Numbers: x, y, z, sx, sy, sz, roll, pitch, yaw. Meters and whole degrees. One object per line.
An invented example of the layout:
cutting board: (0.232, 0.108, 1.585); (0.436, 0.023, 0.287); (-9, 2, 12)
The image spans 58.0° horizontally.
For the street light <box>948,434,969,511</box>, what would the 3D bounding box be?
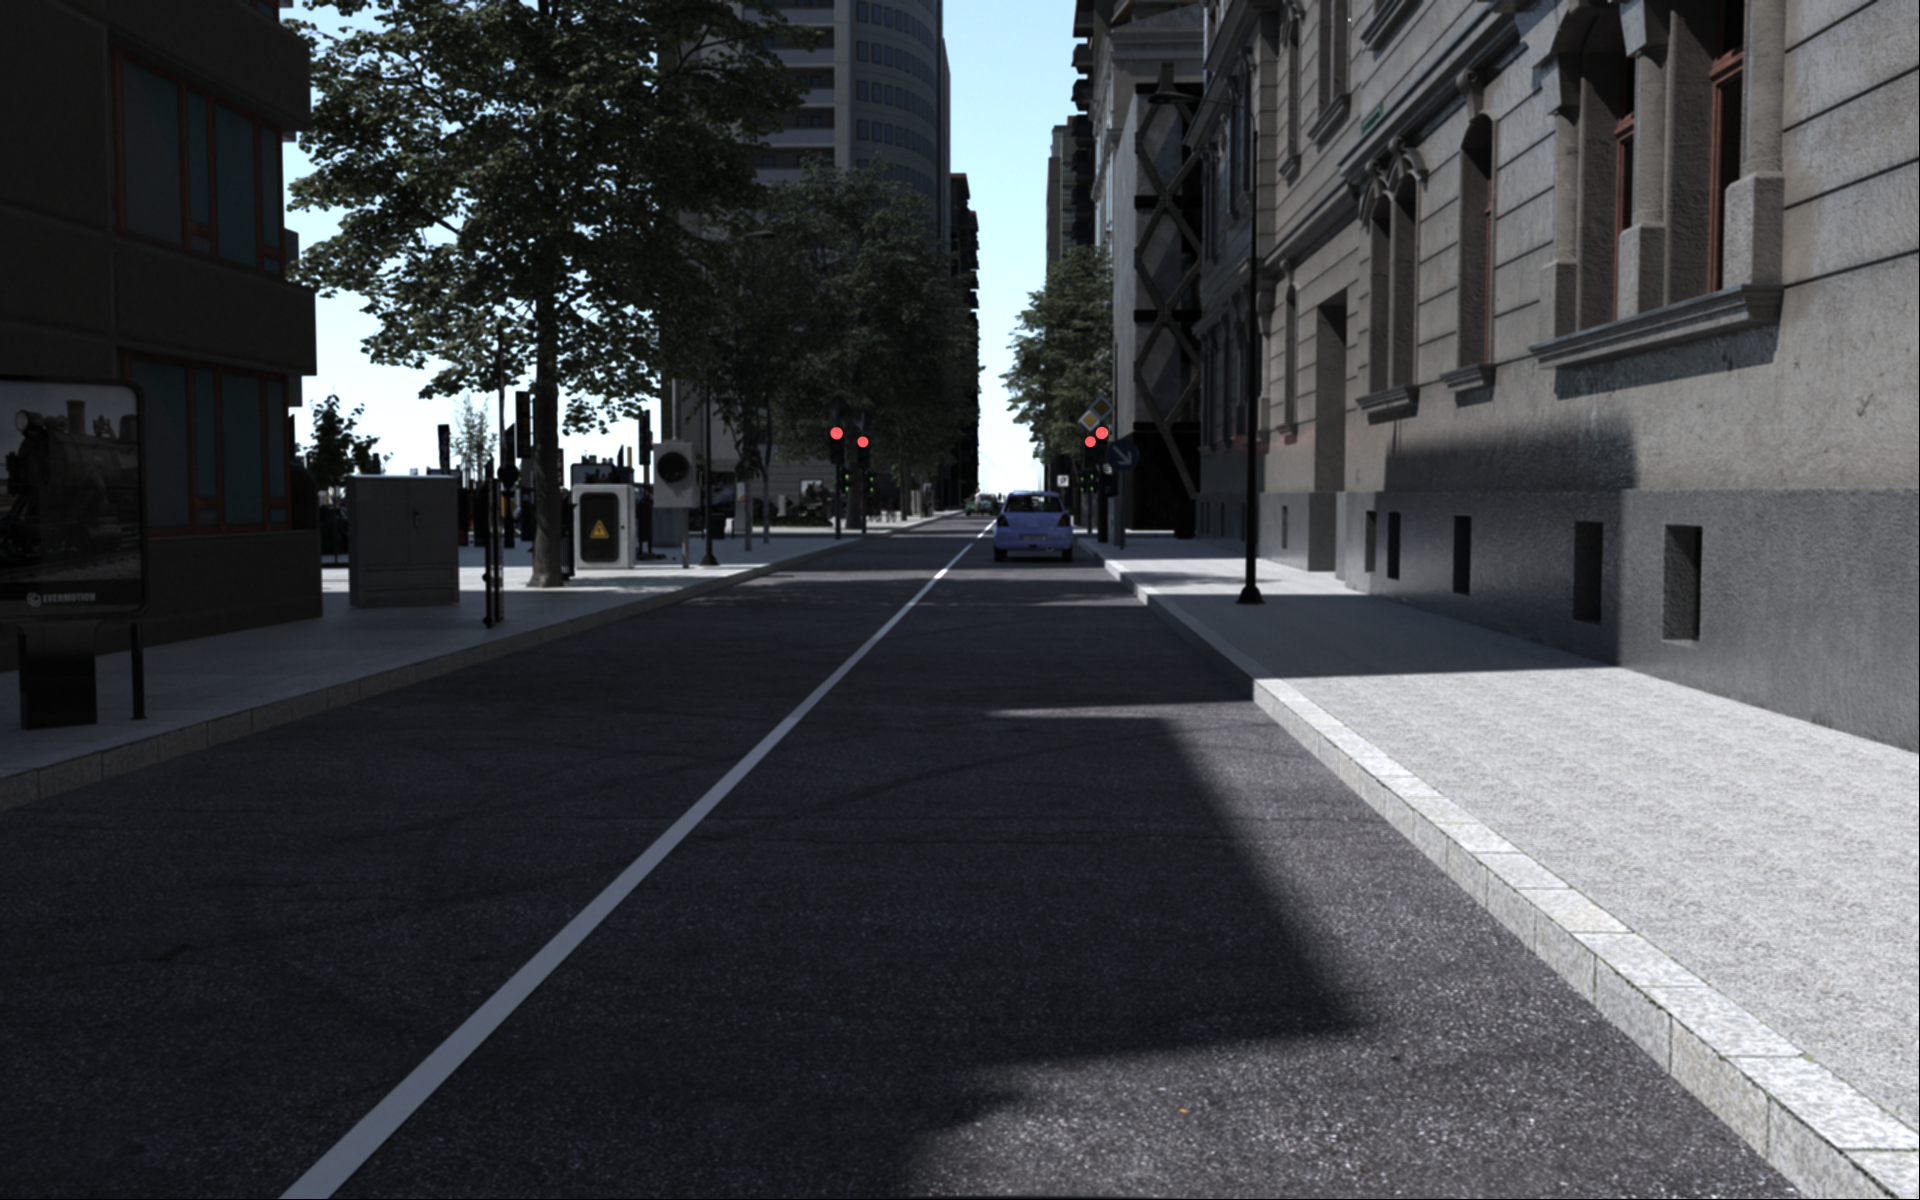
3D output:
street light: (-0.225, -9.837, 133.378); (1.470, 5.913, 1.316); (0, 4, 2)

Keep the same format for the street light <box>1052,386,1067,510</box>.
street light: (4.782, -6.217, 74.197); (1.470, 5.913, 1.316); (0, 4, 2)

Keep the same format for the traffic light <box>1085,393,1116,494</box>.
traffic light: (3.935, -3.646, 48.528); (0.839, 4.253, 0.868); (0, 4, 2)

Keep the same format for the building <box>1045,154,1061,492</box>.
building: (22.518, -37.480, 236.498); (21.300, 48.544, 21.600); (0, 4, 2)

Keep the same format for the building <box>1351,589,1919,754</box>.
building: (11.084, -13.709, 11.525); (14.401, 28.519, 23.554); (0, 4, 2)

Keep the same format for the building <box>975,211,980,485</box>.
building: (-8.289, -37.039, 260.206); (22.147, 44.769, 28.867); (0, 4, 2)

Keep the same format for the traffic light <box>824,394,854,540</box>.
traffic light: (-3.422, -3.661, 48.777); (0.839, 4.253, 0.868); (0, 4, 2)

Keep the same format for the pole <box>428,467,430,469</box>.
pole: (-39.424, -8.246, 128.662); (0.158, 3.312, 0.155); (0, 3, 0)

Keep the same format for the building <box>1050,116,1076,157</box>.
building: (24.904, -44.876, 275.715); (21.231, 58.520, 28.212); (0, 4, 2)

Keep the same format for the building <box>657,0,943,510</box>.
building: (-12.538, -36.947, 146.078); (21.231, 58.520, 28.212); (0, 4, 2)

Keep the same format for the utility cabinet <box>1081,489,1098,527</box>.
utility cabinet: (5.236, -3.556, 66.827); (1.173, 1.500, 0.318); (3, 4, 37)

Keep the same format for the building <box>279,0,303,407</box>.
building: (-31.746, -25.460, 35.886); (30.456, 49.044, 23.786); (0, 4, 2)

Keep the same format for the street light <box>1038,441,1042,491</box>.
street light: (6.845, -9.696, 131.075); (1.470, 5.913, 1.316); (0, 4, 2)

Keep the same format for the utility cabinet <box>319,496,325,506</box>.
utility cabinet: (-27.934, -3.929, 75.408); (0.306, 1.237, 1.020); (-3, 4, -36)

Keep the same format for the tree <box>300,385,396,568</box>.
tree: (-11.061, -2.191, 30.431); (1.663, 3.219, 1.824); (0, 3, 0)

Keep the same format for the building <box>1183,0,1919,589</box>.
building: (12.232, -15.145, 35.009); (14.401, 28.519, 23.554); (0, 4, 2)

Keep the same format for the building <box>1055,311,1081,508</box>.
building: (23.855, -20.326, 177.369); (27.650, 21.520, 28.899); (0, 4, 2)

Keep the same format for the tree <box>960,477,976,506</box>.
tree: (1.020, -12.206, 194.166); (1.663, 3.219, 1.824); (0, 3, 0)

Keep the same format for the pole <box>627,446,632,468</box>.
pole: (-14.146, -4.916, 74.213); (0.158, 3.312, 0.155); (0, 3, 0)

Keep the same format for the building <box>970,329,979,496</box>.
building: (-4.200, -31.208, 281.956); (14.160, 30.474, 14.107); (0, 4, 2)

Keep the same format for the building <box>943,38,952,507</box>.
building: (-8.106, -31.698, 168.373); (14.600, 45.320, 14.200); (0, 4, 2)

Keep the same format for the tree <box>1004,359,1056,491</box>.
tree: (12.737, -22.108, 217.352); (12.611, 20.169, 13.585); (0, 3, 0)

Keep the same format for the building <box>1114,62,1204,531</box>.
building: (14.582, -12.090, 65.124); (16.811, 18.784, 16.820); (0, 4, 2)

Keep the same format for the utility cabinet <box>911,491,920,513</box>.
utility cabinet: (-3.206, -6.416, 113.579); (1.173, 1.500, 0.318); (1, 4, 15)

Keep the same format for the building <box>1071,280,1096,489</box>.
building: (16.237, -15.572, 122.048); (16.820, 18.784, 16.811); (0, 4, 2)

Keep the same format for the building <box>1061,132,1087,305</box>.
building: (18.502, -31.488, 198.426); (14.154, 41.232, 14.086); (0, 4, 2)

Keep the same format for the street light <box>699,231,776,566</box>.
street light: (-3.951, -3.564, 30.810); (1.470, 5.913, 1.316); (0, 4, 2)

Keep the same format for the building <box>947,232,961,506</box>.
building: (-7.143, -26.066, 197.886); (14.160, 30.474, 14.107); (0, 4, 2)

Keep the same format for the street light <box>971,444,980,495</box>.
street light: (0.862, -11.573, 161.751); (1.470, 5.913, 1.316); (0, 4, 2)

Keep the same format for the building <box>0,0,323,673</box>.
building: (-21.000, -9.694, 3.538); (27.650, 21.520, 28.899); (0, 4, 2)

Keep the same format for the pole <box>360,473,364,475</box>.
pole: (-29.562, -5.616, 85.660); (0.158, 3.312, 0.155); (0, 3, 0)

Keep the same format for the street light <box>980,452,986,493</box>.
street light: (1.848, -13.340, 190.649); (1.470, 5.913, 1.316); (0, 4, 2)

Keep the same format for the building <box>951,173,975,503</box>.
building: (-9.794, -35.233, 230.678); (22.147, 44.769, 28.867); (0, 4, 2)

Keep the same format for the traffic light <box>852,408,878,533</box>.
traffic light: (-3.134, -4.149, 56.757); (0.839, 4.253, 0.868); (0, 4, 2)

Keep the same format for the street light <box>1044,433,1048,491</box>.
street light: (5.768, -7.973, 102.892); (1.470, 5.913, 1.316); (0, 4, 2)

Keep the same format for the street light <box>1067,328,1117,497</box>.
street light: (3.825, -4.647, 48.519); (1.470, 5.913, 1.316); (0, 4, 2)

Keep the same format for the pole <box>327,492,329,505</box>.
pole: (-39.182, -6.930, 107.148); (0.158, 3.312, 0.155); (0, 3, 0)

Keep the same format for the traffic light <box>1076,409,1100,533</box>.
traffic light: (4.223, -4.134, 56.508); (0.839, 4.253, 0.868); (0, 4, 2)

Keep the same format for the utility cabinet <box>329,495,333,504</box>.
utility cabinet: (-47.306, -7.300, 130.521); (1.020, 1.237, 0.306); (2, 4, 25)

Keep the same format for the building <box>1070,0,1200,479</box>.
building: (20.610, -30.117, 147.030); (22.147, 44.769, 28.867); (0, 4, 2)

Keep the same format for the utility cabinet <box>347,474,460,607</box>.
utility cabinet: (-6.351, -0.680, 19.794); (1.173, 1.500, 0.318); (-3, 4, -38)

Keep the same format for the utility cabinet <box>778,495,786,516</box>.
utility cabinet: (-8.706, -4.512, 84.927); (0.306, 1.237, 1.020); (0, 4, -1)

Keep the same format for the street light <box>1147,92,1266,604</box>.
street light: (2.869, -2.914, 20.178); (1.470, 5.913, 1.316); (0, 4, 2)

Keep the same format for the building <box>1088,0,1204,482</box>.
building: (14.214, -19.053, 97.415); (13.634, 28.700, 20.117); (0, 4, 2)

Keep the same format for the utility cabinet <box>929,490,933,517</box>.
utility cabinet: (-1.740, -5.347, 96.106); (0.318, 1.500, 1.173); (1, 4, 10)

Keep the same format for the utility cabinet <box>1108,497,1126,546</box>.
utility cabinet: (3.916, -1.972, 43.411); (0.306, 1.237, 1.020); (0, 4, -4)
